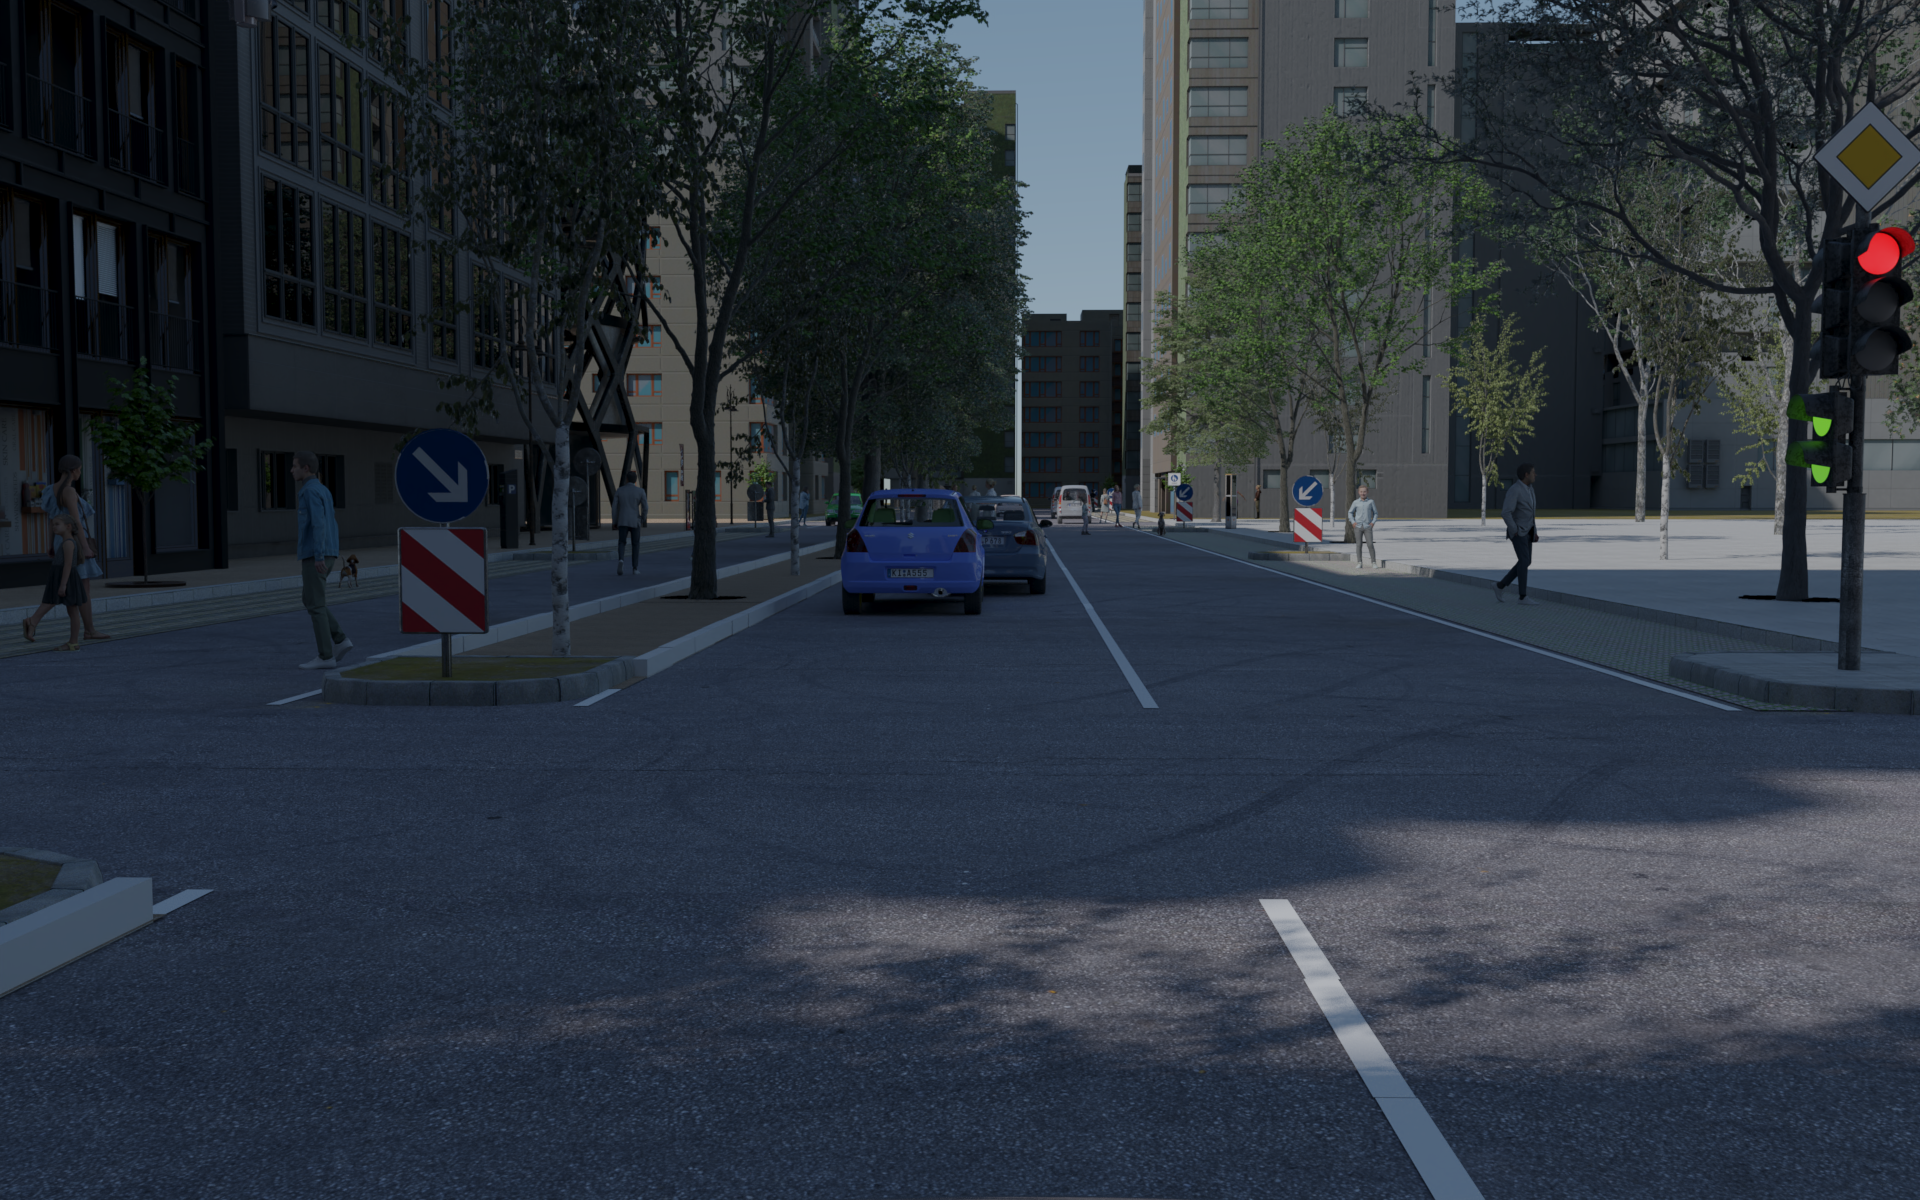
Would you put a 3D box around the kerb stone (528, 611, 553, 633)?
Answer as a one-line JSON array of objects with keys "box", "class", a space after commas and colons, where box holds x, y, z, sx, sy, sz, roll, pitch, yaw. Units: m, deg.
[{"box": [-4.454, 0.246, 18.168, 0.120, 0.150, 1.000, 0, 4, 2], "class": "kerb stone"}]

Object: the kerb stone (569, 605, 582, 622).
[{"box": [-4.405, 0.189, 19.200, 0.120, 0.150, 1.000, 0, 4, 2], "class": "kerb stone"}]

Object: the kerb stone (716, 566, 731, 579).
[{"box": [-4.079, -0.444, 29.455, 0.120, 0.150, 1.000, 0, 4, 2], "class": "kerb stone"}]

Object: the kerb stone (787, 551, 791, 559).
[{"box": [-3.815, -0.942, 37.655, 0.120, 0.150, 1.000, 0, 4, 2], "class": "kerb stone"}]

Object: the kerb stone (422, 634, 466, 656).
[{"box": [-4.554, 0.434, 15.101, 0.120, 0.150, 1.000, 0, 4, 2], "class": "kerb stone"}]

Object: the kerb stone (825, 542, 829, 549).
[{"box": [-3.572, -1.382, 44.831, 0.120, 0.150, 1.000, 0, 4, 2], "class": "kerb stone"}]

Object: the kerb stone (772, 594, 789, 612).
[{"box": [-2.250, 0.062, 21.182, 0.120, 0.150, 1.000, 0, 4, 2], "class": "kerb stone"}]

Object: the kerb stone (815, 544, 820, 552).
[{"box": [-3.626, -1.256, 42.770, 0.120, 0.150, 1.000, 0, 4, 2], "class": "kerb stone"}]

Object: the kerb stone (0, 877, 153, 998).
[{"box": [-2.778, 1.034, 5.298, 0.120, 0.150, 1.000, 0, 4, 2], "class": "kerb stone"}]

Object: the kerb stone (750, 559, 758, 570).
[{"box": [-3.979, -0.631, 32.520, 0.120, 0.150, 1.000, 0, 4, 2], "class": "kerb stone"}]

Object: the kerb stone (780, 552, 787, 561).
[{"box": [-3.848, -0.883, 36.631, 0.120, 0.150, 1.000, 0, 4, 2], "class": "kerb stone"}]

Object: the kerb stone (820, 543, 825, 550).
[{"box": [-3.599, -1.320, 43.802, 0.120, 0.150, 1.000, 0, 4, 2], "class": "kerb stone"}]

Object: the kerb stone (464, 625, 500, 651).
[{"box": [-4.516, 0.371, 16.125, 0.120, 0.150, 1.000, 0, 4, 2], "class": "kerb stone"}]

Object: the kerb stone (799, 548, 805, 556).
[{"box": [-3.741, -1.071, 39.700, 0.120, 0.150, 1.000, 0, 4, 2], "class": "kerb stone"}]

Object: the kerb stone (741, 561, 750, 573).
[{"box": [-4.007, -0.569, 31.499, 0.120, 0.150, 1.000, 0, 4, 2], "class": "kerb stone"}]

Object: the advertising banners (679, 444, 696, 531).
[{"box": [-9.582, -3.965, 61.013, 0.090, 3.025, 2.074, 0, 4, 8], "class": "advertising banners"}]

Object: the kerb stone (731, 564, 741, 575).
[{"box": [-4.046, -0.507, 30.477, 0.120, 0.150, 1.000, 0, 4, 2], "class": "kerb stone"}]

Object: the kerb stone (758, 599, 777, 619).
[{"box": [-2.284, 0.125, 20.147, 0.120, 0.150, 1.000, 0, 4, 2], "class": "kerb stone"}]

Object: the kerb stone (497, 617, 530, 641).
[{"box": [-4.485, 0.309, 17.146, 0.120, 0.150, 1.000, 0, 4, 2], "class": "kerb stone"}]

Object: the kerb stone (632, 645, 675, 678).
[{"box": [-2.481, 0.506, 14.002, 0.120, 0.150, 1.000, 0, 4, 2], "class": "kerb stone"}]

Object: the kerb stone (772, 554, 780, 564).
[{"box": [-3.874, -0.820, 35.609, 0.120, 0.150, 1.000, 0, 4, 2], "class": "kerb stone"}]

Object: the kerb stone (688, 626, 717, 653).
[{"box": [-2.420, 0.376, 16.046, 0.120, 0.150, 1.000, 0, 4, 2], "class": "kerb stone"}]

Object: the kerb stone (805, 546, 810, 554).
[{"box": [-3.702, -1.133, 40.726, 0.120, 0.150, 1.000, 0, 4, 2], "class": "kerb stone"}]

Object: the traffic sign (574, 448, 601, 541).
[{"box": [-10.242, -2.906, 47.617, 0.768, 2.556, 0.104, 0, 4, 5], "class": "traffic sign"}]

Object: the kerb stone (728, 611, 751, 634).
[{"box": [-2.351, 0.251, 18.094, 0.120, 0.150, 1.000, 0, 4, 2], "class": "kerb stone"}]

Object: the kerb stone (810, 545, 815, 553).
[{"box": [-3.664, -1.196, 41.748, 0.120, 0.150, 1.000, 0, 4, 2], "class": "kerb stone"}]

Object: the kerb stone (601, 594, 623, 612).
[{"box": [-4.346, 0.057, 21.257, 0.120, 0.150, 1.000, 0, 4, 2], "class": "kerb stone"}]

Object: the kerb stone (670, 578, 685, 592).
[{"box": [-4.216, -0.190, 25.369, 0.120, 0.150, 1.000, 0, 4, 2], "class": "kerb stone"}]

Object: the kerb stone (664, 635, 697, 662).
[{"box": [-2.453, 0.439, 15.024, 0.120, 0.150, 1.000, 0, 4, 2], "class": "kerb stone"}]

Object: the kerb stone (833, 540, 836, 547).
[{"box": [-3.494, -1.508, 46.879, 0.120, 0.150, 1.000, 0, 4, 2], "class": "kerb stone"}]

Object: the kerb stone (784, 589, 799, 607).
[{"box": [-2.214, 0.000, 22.204, 0.120, 0.150, 1.000, 0, 4, 2], "class": "kerb stone"}]

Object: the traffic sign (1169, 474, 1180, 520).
[{"box": [10.517, -5.067, 84.972, 0.606, 2.300, 0.079, 1, 4, 10], "class": "traffic sign"}]

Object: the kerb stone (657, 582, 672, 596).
[{"box": [-4.242, -0.126, 24.341, 0.120, 0.150, 1.000, 0, 4, 2], "class": "kerb stone"}]

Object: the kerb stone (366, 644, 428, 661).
[{"box": [-4.579, 0.496, 14.079, 0.120, 0.150, 1.000, 0, 4, 2], "class": "kerb stone"}]

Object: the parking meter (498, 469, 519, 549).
[{"box": [-10.595, -2.137, 40.644, 0.255, 1.863, 0.399, 3, 5, 43], "class": "parking meter"}]

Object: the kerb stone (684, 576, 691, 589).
[{"box": [-4.184, -0.257, 26.390, 0.120, 0.150, 1.000, 0, 4, 2], "class": "kerb stone"}]

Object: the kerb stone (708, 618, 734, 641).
[{"box": [-2.393, 0.313, 17.073, 0.120, 0.150, 1.000, 0, 4, 2], "class": "kerb stone"}]

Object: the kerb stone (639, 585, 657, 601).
[{"box": [-4.279, -0.069, 23.320, 0.120, 0.150, 1.000, 0, 4, 2], "class": "kerb stone"}]

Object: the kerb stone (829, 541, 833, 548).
[{"box": [-3.535, -1.444, 45.858, 0.120, 0.150, 1.000, 0, 4, 2], "class": "kerb stone"}]

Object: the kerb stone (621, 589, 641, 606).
[{"box": [-4.310, -0.006, 22.295, 0.120, 0.150, 1.000, 0, 4, 2], "class": "kerb stone"}]

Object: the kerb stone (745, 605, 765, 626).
[{"box": [-2.312, 0.188, 19.120, 0.120, 0.150, 1.000, 0, 4, 2], "class": "kerb stone"}]

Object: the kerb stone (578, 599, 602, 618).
[{"box": [-4.387, 0.124, 20.230, 0.120, 0.150, 1.000, 0, 4, 2], "class": "kerb stone"}]

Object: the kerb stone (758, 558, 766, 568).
[{"box": [-3.942, -0.686, 33.554, 0.120, 0.150, 1.000, 0, 4, 2], "class": "kerb stone"}]

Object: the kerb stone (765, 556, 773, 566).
[{"box": [-3.909, -0.754, 34.575, 0.120, 0.150, 1.000, 0, 4, 2], "class": "kerb stone"}]
